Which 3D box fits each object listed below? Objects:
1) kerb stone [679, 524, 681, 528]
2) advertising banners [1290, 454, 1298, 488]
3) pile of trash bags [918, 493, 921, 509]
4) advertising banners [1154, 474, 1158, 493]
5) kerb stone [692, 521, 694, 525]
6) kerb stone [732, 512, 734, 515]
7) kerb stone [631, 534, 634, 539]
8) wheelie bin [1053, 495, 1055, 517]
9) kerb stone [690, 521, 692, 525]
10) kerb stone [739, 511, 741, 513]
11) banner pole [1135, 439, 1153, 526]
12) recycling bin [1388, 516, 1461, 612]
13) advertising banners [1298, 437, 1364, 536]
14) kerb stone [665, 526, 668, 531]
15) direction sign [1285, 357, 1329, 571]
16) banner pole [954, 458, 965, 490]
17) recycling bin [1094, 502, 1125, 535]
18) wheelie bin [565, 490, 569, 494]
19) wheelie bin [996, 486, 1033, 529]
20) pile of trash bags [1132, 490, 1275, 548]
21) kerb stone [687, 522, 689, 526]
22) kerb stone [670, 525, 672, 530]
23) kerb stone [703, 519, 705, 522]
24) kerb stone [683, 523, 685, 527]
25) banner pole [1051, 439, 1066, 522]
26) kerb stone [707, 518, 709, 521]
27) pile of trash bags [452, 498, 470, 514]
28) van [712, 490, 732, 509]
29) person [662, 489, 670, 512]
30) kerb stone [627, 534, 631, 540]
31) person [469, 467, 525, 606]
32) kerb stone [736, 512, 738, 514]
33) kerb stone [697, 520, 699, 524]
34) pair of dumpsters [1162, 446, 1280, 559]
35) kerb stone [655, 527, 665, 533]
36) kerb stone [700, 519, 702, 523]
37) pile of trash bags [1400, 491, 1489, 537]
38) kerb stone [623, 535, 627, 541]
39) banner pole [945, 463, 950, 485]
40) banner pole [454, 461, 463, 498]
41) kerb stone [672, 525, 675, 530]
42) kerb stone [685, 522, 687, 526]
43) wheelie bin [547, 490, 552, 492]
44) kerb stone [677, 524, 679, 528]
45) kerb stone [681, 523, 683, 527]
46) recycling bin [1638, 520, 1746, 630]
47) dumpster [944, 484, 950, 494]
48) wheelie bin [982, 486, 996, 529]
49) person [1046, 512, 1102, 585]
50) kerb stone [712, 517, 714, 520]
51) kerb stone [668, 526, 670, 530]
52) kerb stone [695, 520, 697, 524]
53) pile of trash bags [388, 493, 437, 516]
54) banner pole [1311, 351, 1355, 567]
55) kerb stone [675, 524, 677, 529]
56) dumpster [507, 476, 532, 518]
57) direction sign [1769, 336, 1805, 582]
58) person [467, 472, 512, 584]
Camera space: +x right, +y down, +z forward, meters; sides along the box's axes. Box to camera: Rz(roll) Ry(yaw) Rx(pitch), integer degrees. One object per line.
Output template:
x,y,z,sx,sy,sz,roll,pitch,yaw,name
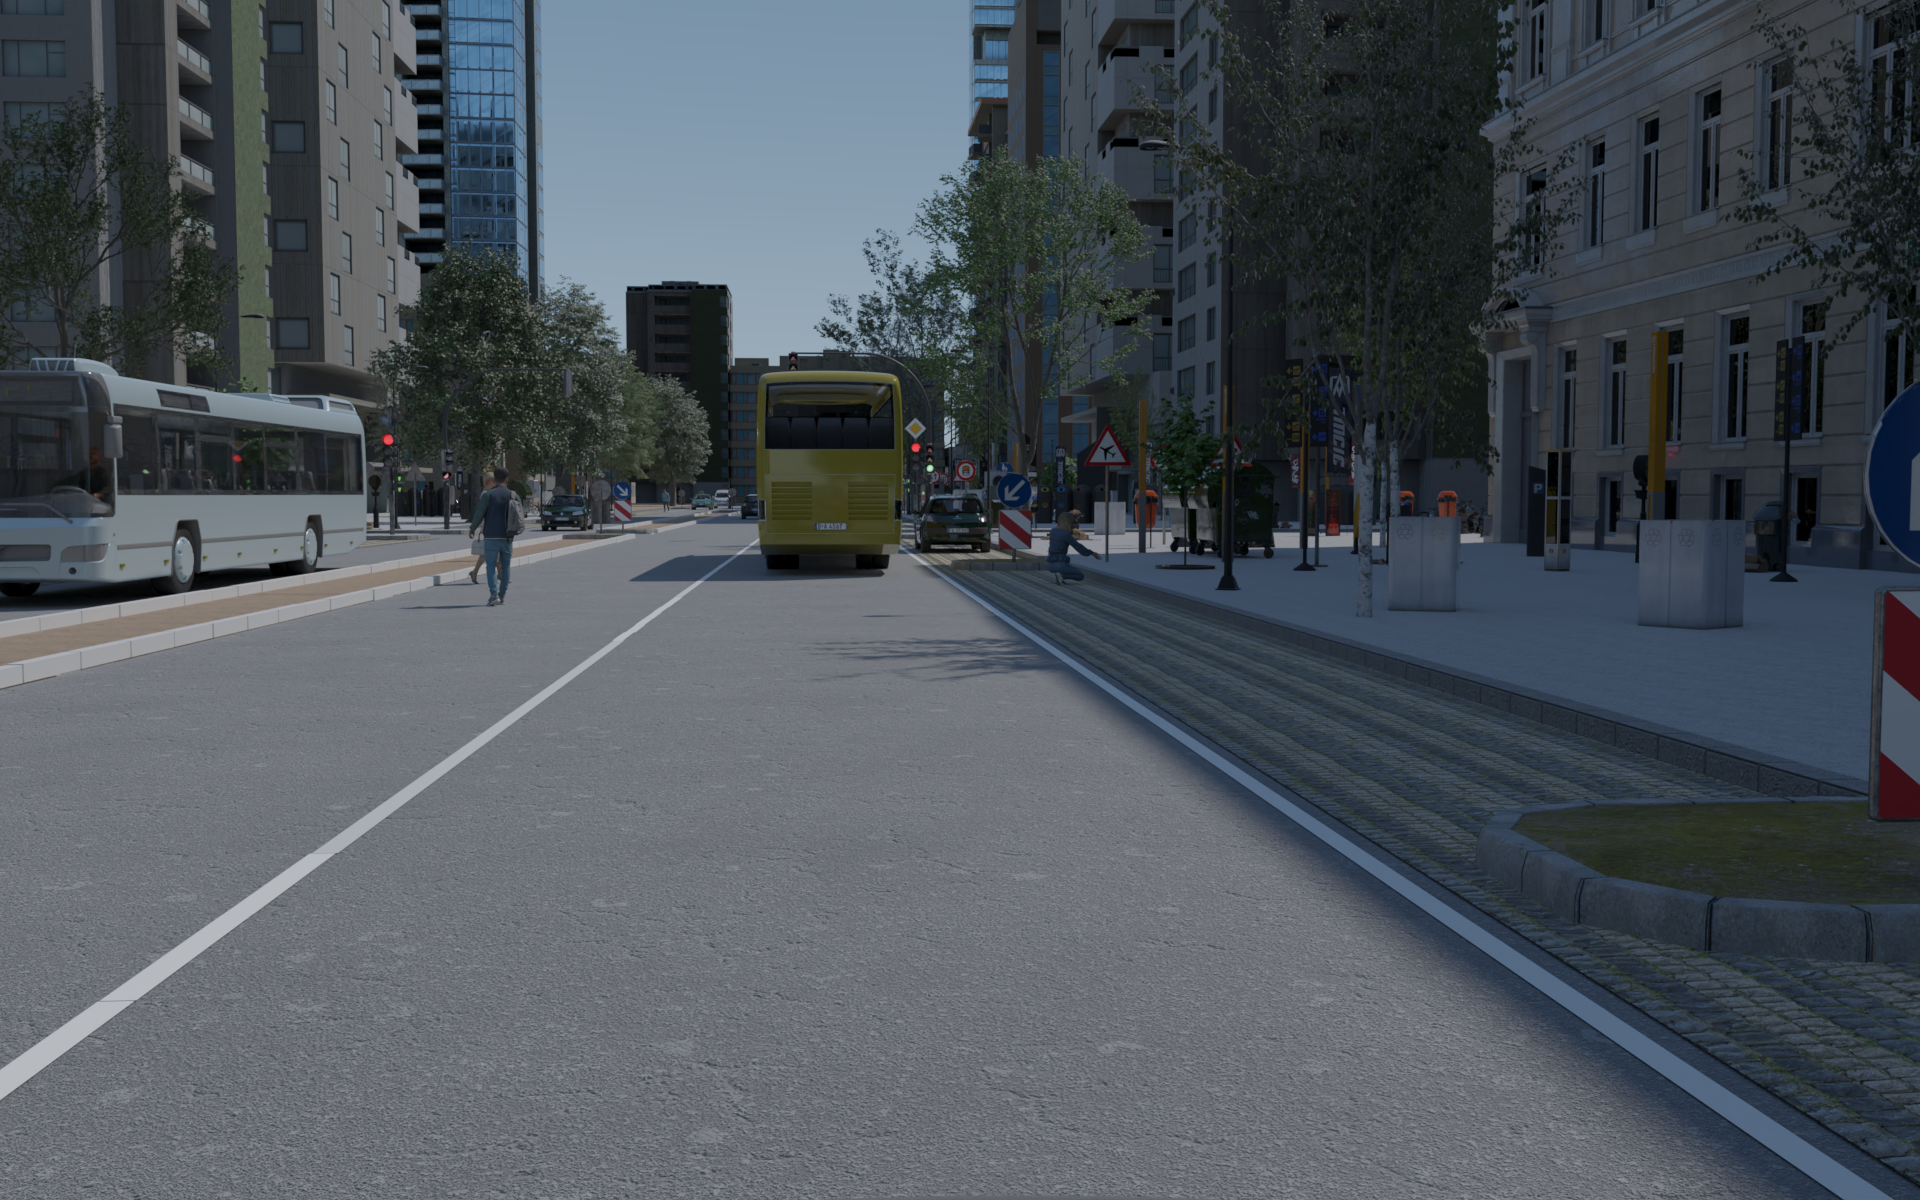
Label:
-11.866,-3.070,72.390,0.120,0.150,1.000,0,4,-5,kerb stone
15.309,-4.842,75.357,2.074,3.025,0.090,2,4,29,advertising banners
-2.949,-7.606,134.116,1.912,1.369,3.447,0,4,-4,pile of trash bags
10.048,-5.725,89.798,0.090,3.025,2.074,1,4,21,advertising banners
-12.436,-3.506,79.544,0.120,0.150,1.000,0,4,-5,kerb stone
-15.300,-5.690,115.314,0.120,0.150,1.000,0,4,-5,kerb stone
-10.436,-1.973,54.459,0.120,0.150,1.000,0,4,-5,kerb stone
5.038,-5.539,98.471,0.693,1.594,0.980,0,4,7,wheelie bin
-12.361,-3.445,78.521,0.120,0.150,1.000,0,4,-5,kerb stone
-16.040,-6.258,124.508,0.120,0.150,1.000,0,4,-5,kerb stone
7.449,-4.882,69.841,0.863,3.779,0.401,3,5,43,banner pole
5.160,-0.408,19.229,0.722,1.027,0.722,1,4,20,recycling bin
11.378,-3.469,52.901,2.074,3.025,0.090,-1,4,-15,advertising banners
-11.377,-2.690,66.246,0.120,0.150,1.000,0,4,-5,kerb stone
5.777,-2.259,28.926,0.379,3.537,0.876,-3,5,-41,direction sign
0.031,-7.117,106.388,0.863,3.779,0.401,0,4,1,banner pole
4.738,-2.581,54.752,0.722,1.027,0.722,-3,5,-41,recycling bin
-28.057,-7.015,122.605,0.980,1.594,0.693,-3,4,-39,wheelie bin
1.715,-2.770,53.195,0.980,1.594,0.693,-1,4,-9,wheelie bin
5.752,-1.954,41.693,3.447,1.369,1.912,-1,4,-20,pile of trash bags
-12.191,-3.320,76.481,0.120,0.150,1.000,0,4,-5,kerb stone
-11.543,-2.817,68.294,0.120,0.150,1.000,0,4,-5,kerb stone
-13.010,-3.947,86.722,0.120,0.150,1.000,0,4,-5,kerb stone
-12.030,-3.189,74.437,0.120,0.150,1.000,0,4,-5,kerb stone
4.450,-5.469,79.430,0.863,3.779,0.401,0,4,-4,banner pole
-13.262,-4.134,89.787,0.120,0.150,1.000,0,4,-5,kerb stone
-33.320,-6.375,113.982,1.912,1.369,3.447,-2,4,-35,pile of trash bags
-23.585,-10.099,172.137,2.013,2.044,4.112,0,4,-5,van
-23.270,-7.871,137.214,0.660,1.820,0.620,1,4,13,person
-10.353,-1.911,53.440,0.120,0.150,1.000,0,4,-5,kerb stone
-5.950,-0.828,22.383,0.623,1.781,0.721,-3,5,-44,person
-15.706,-6.007,120.414,0.120,0.150,1.000,0,4,-5,kerb stone
-12.688,-3.697,82.634,0.120,0.150,1.000,0,4,-5,kerb stone
5.450,-2.073,36.393,1.574,2.255,4.437,0,4,-5,pair of dumpsters
-11.294,-2.631,65.221,0.120,0.150,1.000,0,4,-5,kerb stone
-12.846,-3.819,84.675,0.120,0.150,1.000,0,4,-5,kerb stone
15.787,-2.852,56.375,3.447,1.369,1.912,-1,4,-12,pile of trash bags
-10.272,-1.848,52.416,0.120,0.150,1.000,0,4,-5,kerb stone
-0.977,-9.133,139.339,0.401,3.779,0.863,2,4,33,banner pole
-37.528,-8.530,129.488,0.863,3.779,0.401,-3,4,-38,banner pole
-11.624,-2.882,69.313,0.120,0.150,1.000,0,4,-5,kerb stone
-12.115,-3.255,75.461,0.120,0.150,1.000,0,4,-5,kerb stone
-30.088,-7.313,127.471,0.980,1.594,0.693,1,4,16,wheelie bin
-11.785,-3.007,71.363,0.120,0.150,1.000,0,4,-5,kerb stone
-11.950,-3.128,73.409,0.120,0.150,1.000,0,4,-5,kerb stone
7.096,-0.260,16.804,0.722,1.027,0.722,-3,4,-36,recycling bin
-1.251,-6.351,106.336,1.502,2.255,1.985,0,4,-5,dumpster
1.246,-3.464,64.550,0.980,1.594,0.693,-2,4,-29,wheelie bin
1.642,-0.821,27.424,0.738,1.151,1.012,-3,4,-38,person
-13.588,-4.383,93.880,0.120,0.150,1.000,0,4,-5,kerb stone
-11.467,-2.756,67.264,0.120,0.150,1.000,0,4,-5,kerb stone
-12.610,-3.633,81.611,0.120,0.150,1.000,0,4,-5,kerb stone
-32.366,-5.725,103.363,3.447,1.369,1.912,-1,4,-9,pile of trash bags
6.493,-2.468,30.362,0.863,3.779,0.401,2,4,35,banner pole
-11.706,-2.943,70.332,0.120,0.150,1.000,0,4,-5,kerb stone
-23.257,-5.382,90.491,1.502,2.255,1.985,0,4,-4,dumpster
12.076,-2.036,25.286,0.379,3.537,0.876,0,4,2,direction sign
-7.527,-1.150,27.660,0.624,1.780,0.694,1,4,9,person
